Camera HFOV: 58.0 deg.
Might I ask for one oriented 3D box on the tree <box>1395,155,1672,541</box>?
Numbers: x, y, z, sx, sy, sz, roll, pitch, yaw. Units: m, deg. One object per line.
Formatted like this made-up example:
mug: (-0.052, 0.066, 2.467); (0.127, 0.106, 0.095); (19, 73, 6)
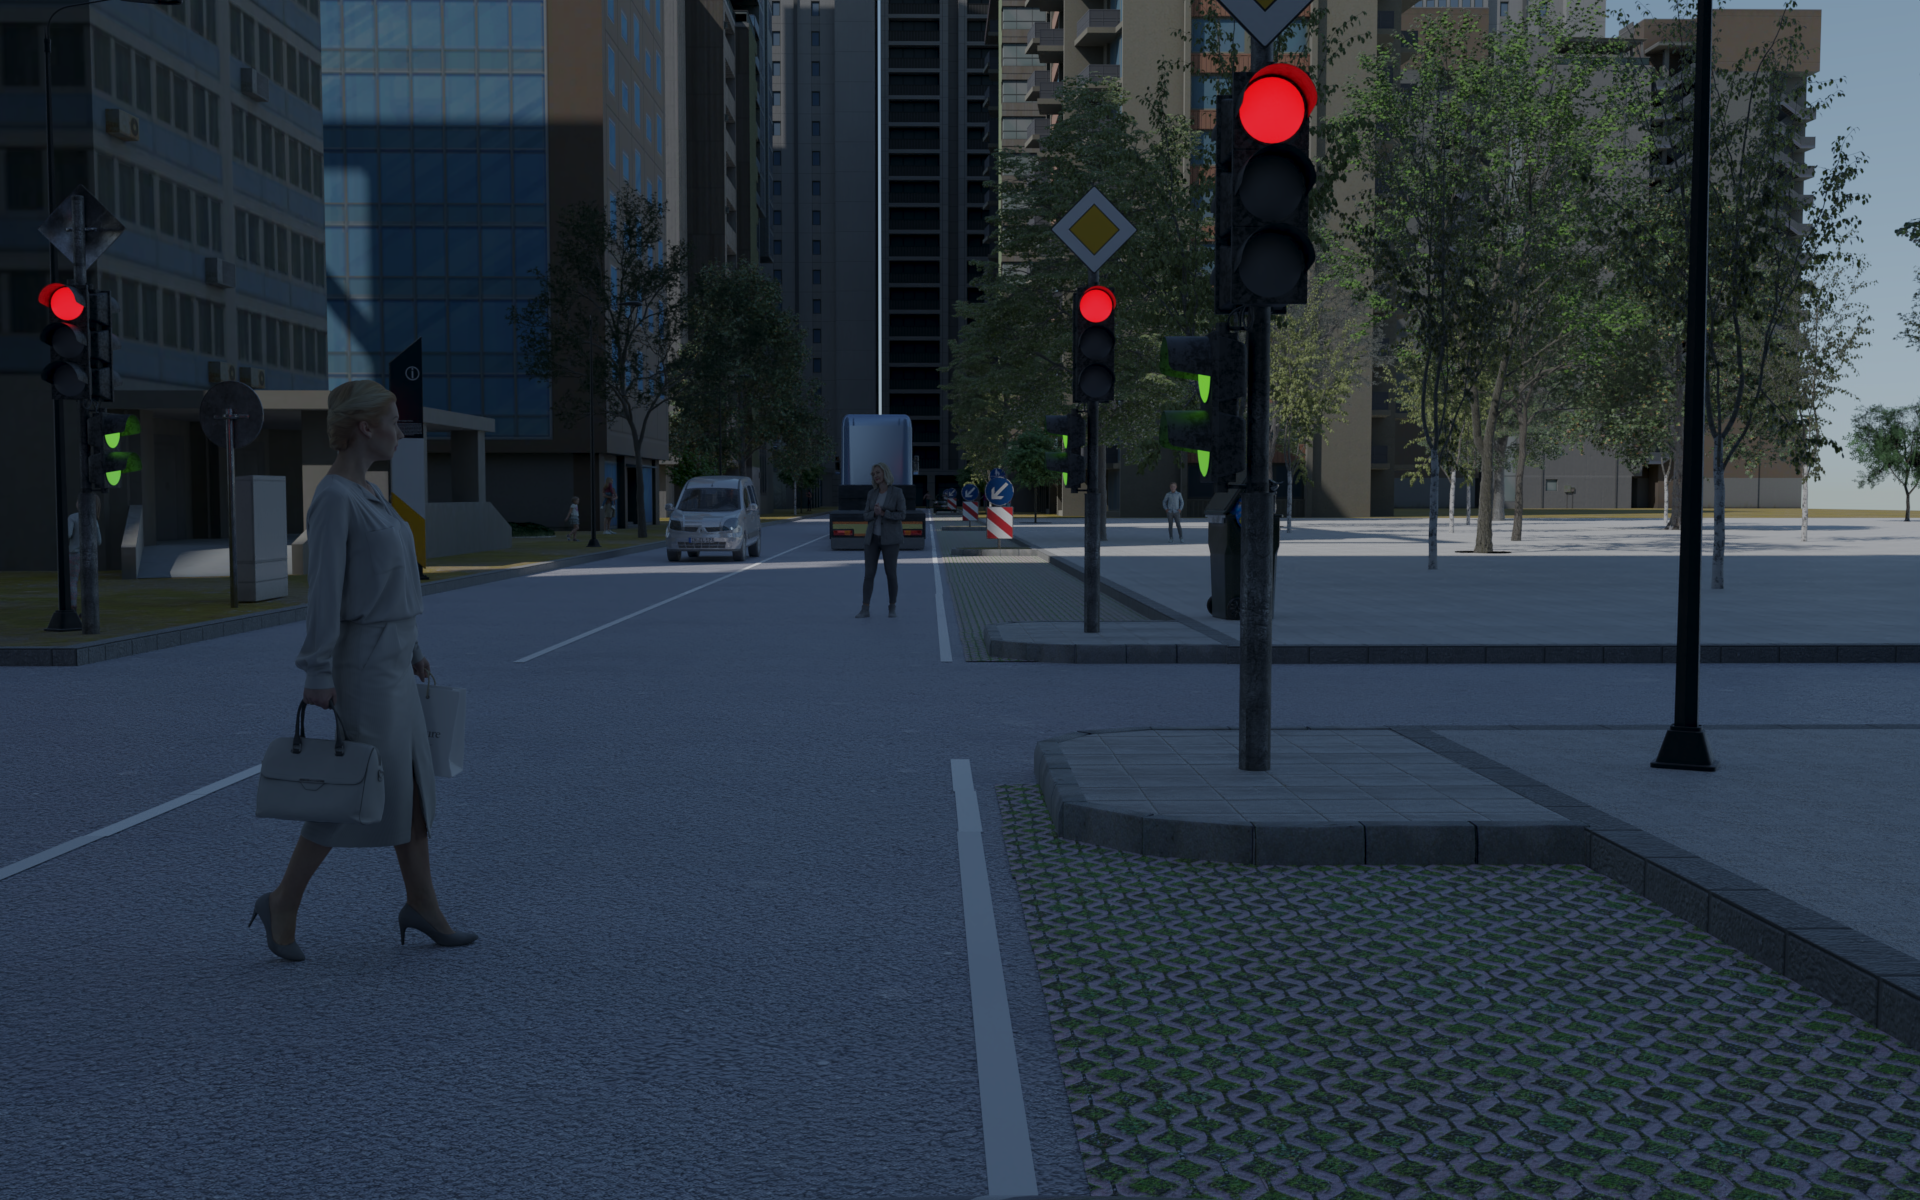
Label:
tree: (15.573, -6.891, 47.077); (7.601, 10.594, 8.767); (0, 4, 1)

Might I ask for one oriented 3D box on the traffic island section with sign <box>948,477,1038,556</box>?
traffic island section with sign: (0.788, -1.959, 40.665); (1.989, 1.847, 2.006); (0, 4, -1)

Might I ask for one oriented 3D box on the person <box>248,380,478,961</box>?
person: (-1.869, 0.212, 5.385); (0.624, 1.780, 0.694); (1, 4, 10)

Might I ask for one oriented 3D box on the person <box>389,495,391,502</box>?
person: (-9.741, -1.475, 30.336); (0.511, 1.800, 0.466); (0, 4, 8)

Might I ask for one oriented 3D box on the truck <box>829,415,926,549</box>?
truck: (-2.533, -3.857, 52.823); (2.967, 4.110, 18.799); (0, 4, -3)

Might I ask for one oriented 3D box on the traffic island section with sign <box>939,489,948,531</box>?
traffic island section with sign: (0.273, -3.623, 67.860); (1.989, 1.847, 2.006); (0, 4, -1)

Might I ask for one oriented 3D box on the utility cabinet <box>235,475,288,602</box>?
utility cabinet: (-8.467, -0.746, 20.883); (0.318, 1.500, 1.173); (0, 4, -4)

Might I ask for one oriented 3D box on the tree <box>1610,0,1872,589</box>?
tree: (10.150, -4.447, 23.079); (4.360, 8.622, 3.978); (0, 3, 0)

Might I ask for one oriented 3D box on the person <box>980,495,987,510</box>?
person: (1.994, -7.717, 135.438); (0.991, 1.433, 0.599); (0, 4, 0)

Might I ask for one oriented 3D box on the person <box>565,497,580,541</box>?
person: (-10.506, -2.201, 47.043); (0.382, 1.210, 0.505); (0, 4, 1)

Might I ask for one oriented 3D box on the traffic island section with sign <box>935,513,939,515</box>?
traffic island section with sign: (-0.672, -6.678, 117.807); (1.989, 1.847, 2.006); (0, 4, -1)

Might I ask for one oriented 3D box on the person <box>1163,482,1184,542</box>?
person: (5.666, -2.333, 45.993); (0.589, 1.601, 0.330); (1, 4, 18)

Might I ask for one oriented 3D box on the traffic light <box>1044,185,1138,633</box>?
traffic light: (1.205, -1.653, 15.956); (0.839, 4.253, 0.868); (0, 4, -1)

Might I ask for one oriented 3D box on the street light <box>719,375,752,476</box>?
street light: (-8.803, -5.809, 67.525); (1.470, 5.913, 1.316); (0, 4, -1)

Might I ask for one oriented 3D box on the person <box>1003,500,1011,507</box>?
person: (2.404, -5.007, 88.741); (0.563, 1.720, 0.643); (1, 4, 10)

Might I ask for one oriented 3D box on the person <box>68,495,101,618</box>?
person: (-9.114, -0.464, 17.913); (0.394, 1.301, 0.425); (1, 4, 9)

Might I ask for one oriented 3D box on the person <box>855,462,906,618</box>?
person: (-0.894, -0.696, 20.071); (0.537, 1.800, 0.526); (2, 4, 30)

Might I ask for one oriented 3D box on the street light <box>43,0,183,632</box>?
street light: (-7.861, -2.664, 16.095); (1.470, 5.913, 1.316); (0, 4, -1)

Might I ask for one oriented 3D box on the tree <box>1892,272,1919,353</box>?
tree: (25.532, -6.370, 38.564); (8.767, 10.594, 7.601); (2, 4, 23)

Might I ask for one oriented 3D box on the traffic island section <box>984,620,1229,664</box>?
traffic island section: (1.245, 0.380, 16.070); (2.009, 0.180, 2.903); (0, 4, -1)

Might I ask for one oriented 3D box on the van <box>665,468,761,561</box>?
van: (-5.398, -1.907, 38.184); (2.013, 2.044, 4.112); (0, 4, 0)

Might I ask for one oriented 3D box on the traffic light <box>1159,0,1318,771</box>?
traffic light: (1.357, -1.165, 7.972); (0.839, 4.253, 0.868); (0, 4, -1)

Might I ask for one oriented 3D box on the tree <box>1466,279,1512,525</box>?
tree: (16.172, -6.525, 57.047); (4.737, 8.622, 4.395); (0, 3, 0)

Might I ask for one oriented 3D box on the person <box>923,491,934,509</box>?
person: (-2.988, -9.478, 164.171); (1.217, 1.736, 0.721); (-3, 4, -38)

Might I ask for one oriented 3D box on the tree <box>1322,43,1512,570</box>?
tree: (8.294, -4.824, 29.234); (4.360, 8.622, 3.978); (0, 3, 0)

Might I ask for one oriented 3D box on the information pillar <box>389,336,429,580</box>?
information pillar: (-8.188, -2.101, 25.705); (0.504, 3.616, 0.183); (-2, 4, -33)

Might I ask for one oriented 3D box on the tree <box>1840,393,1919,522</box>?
tree: (47.818, -6.762, 73.472); (20.602, 7.101, 11.467); (3, 5, 40)

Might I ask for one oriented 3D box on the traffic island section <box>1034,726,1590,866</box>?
traffic island section: (1.397, 0.868, 8.087); (2.009, 0.180, 2.903); (0, 4, -1)

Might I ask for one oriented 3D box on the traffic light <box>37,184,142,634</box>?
traffic light: (-7.954, -1.642, 15.766); (0.839, 4.253, 0.868); (0, 4, -1)

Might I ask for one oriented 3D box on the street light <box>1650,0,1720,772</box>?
street light: (2.881, -2.168, 7.988); (1.470, 5.913, 1.316); (0, 4, -1)

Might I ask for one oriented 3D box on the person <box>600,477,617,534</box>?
person: (-11.231, -3.022, 55.427); (0.573, 1.828, 0.580); (-1, 4, -23)

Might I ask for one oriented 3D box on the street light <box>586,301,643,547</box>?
street light: (-8.337, -4.237, 41.810); (1.470, 5.913, 1.316); (0, 4, -1)

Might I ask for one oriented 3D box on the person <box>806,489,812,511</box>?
person: (-11.191, -7.362, 127.877); (0.593, 1.643, 0.415); (2, 4, 31)

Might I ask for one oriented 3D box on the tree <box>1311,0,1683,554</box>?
tree: (11.286, -6.810, 37.098); (9.928, 11.665, 9.643); (0, 3, 0)
